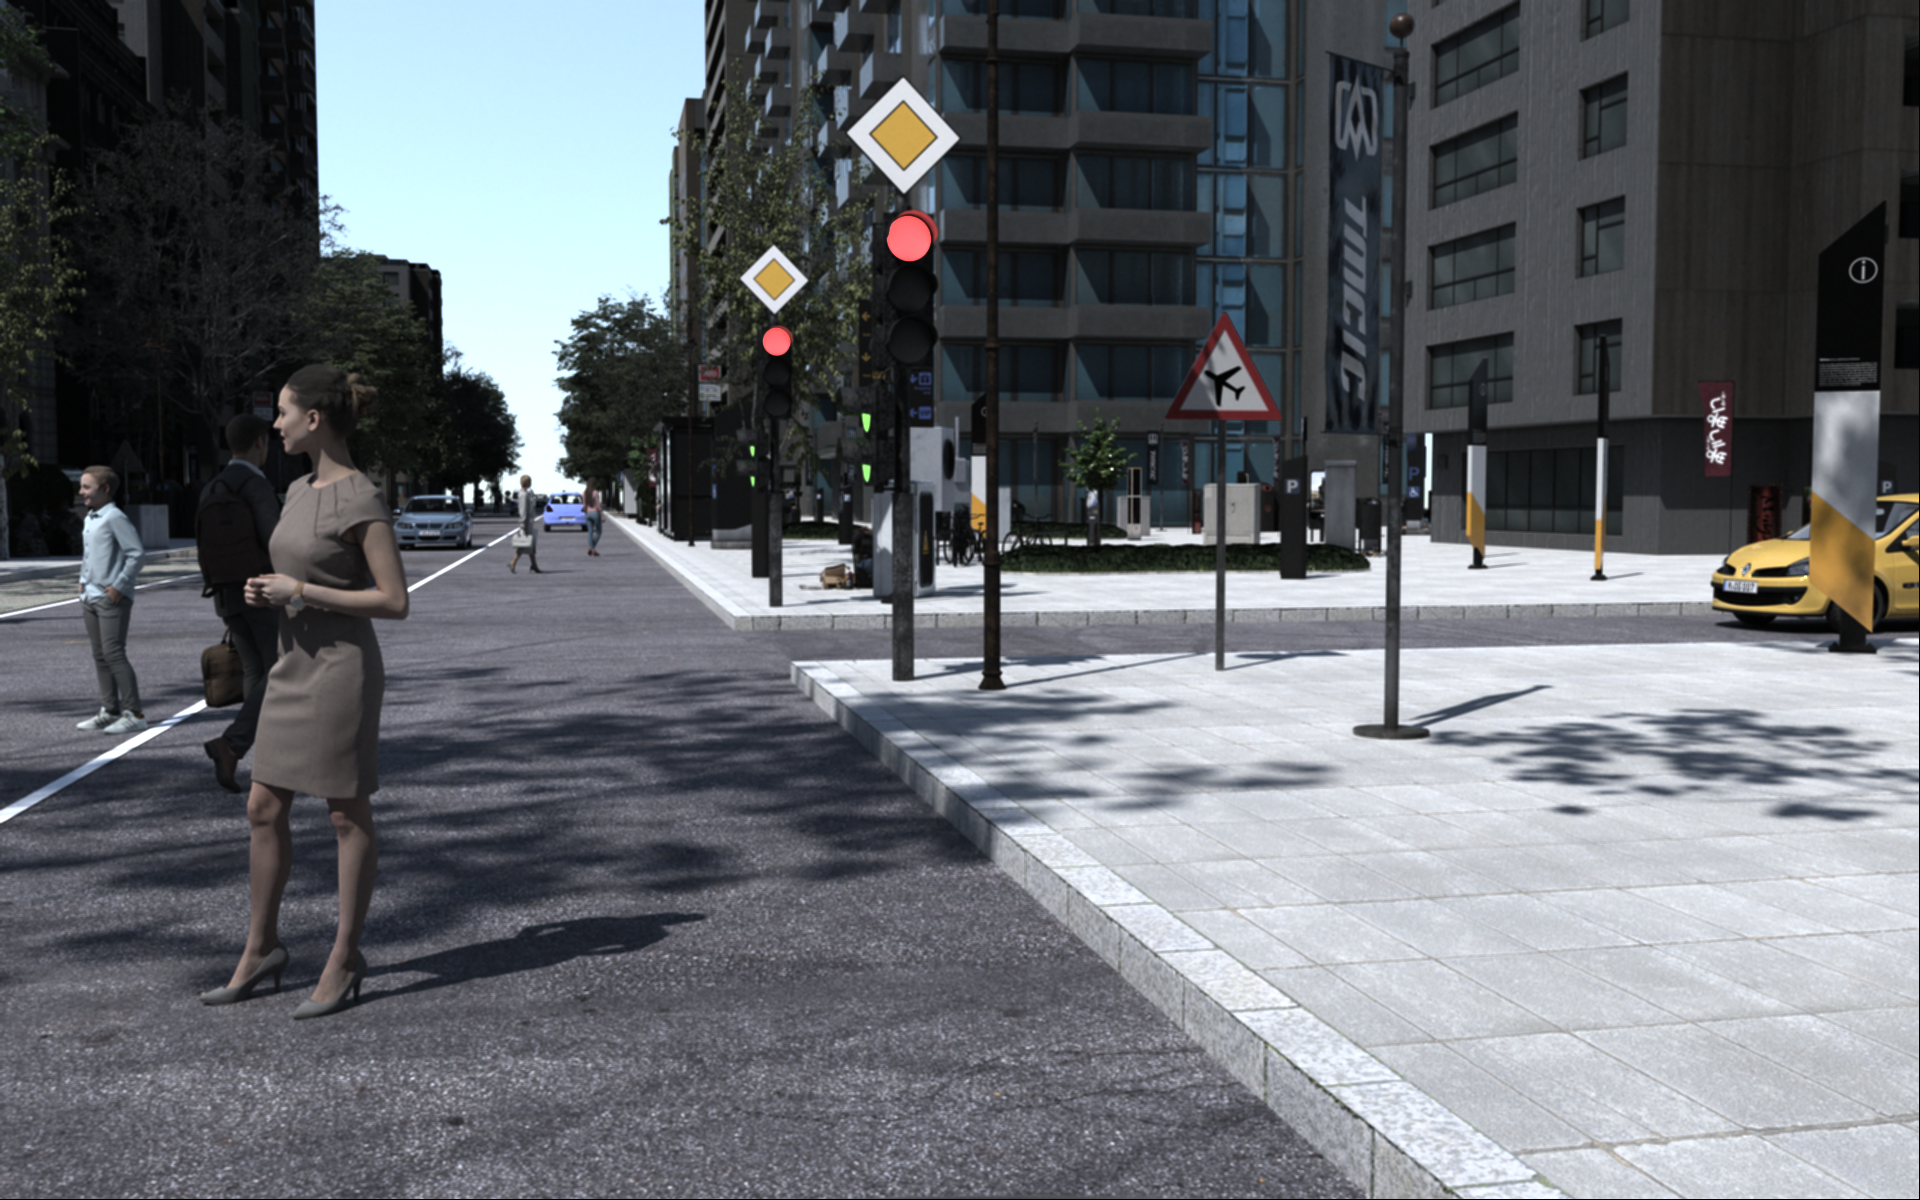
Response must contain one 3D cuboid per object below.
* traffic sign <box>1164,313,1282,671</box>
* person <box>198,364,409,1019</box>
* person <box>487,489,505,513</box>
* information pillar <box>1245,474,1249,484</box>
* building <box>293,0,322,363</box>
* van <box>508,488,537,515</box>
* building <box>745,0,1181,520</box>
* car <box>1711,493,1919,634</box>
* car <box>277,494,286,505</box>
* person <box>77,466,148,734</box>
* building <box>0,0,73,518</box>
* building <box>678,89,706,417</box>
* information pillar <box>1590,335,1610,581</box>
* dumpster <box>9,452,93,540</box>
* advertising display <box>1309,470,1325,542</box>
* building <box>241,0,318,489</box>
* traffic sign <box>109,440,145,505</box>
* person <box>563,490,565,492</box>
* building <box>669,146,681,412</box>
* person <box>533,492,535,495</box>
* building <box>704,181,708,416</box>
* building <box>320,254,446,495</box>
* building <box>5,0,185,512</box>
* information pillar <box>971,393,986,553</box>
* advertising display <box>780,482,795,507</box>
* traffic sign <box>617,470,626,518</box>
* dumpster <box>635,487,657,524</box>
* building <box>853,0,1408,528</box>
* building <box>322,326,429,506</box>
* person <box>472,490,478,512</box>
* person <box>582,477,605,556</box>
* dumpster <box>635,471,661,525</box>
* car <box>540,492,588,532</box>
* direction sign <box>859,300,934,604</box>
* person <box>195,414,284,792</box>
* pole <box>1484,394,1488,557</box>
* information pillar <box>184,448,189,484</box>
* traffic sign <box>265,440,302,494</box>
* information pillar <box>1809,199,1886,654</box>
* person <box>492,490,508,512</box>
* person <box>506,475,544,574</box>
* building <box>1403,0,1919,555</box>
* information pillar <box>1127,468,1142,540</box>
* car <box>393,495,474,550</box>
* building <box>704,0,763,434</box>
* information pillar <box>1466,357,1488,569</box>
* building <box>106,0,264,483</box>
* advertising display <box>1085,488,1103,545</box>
[{"bbox_3d":[1.889,-0.765,12.517,0.884,2.594,0.081,-1,4,-11],"label":"traffic sign"},{"bbox_3d":[-1.807,0.249,4.768,0.599,1.781,0.374,3,4,37],"label":"person"},{"bbox_3d":[-34.415,-7.340,128.495,1.348,1.826,0.705,-2,4,-31],"label":"person"},{"bbox_3d":[10.376,-3.590,63.194,0.304,2.012,0.304,1,4,16],"label":"information pillar"},{"bbox_3d":[-60.246,-42.771,137.551,20.563,71.187,20.611,-1,4,-12],"label":"building"},{"bbox_3d":[-30.787,-7.031,121.970,2.013,2.044,4.112,-1,4,-12],"label":"van"},{"bbox_3d":[-2.122,-30.210,113.539,23.786,49.044,30.456,-1,4,-12],"label":"building"},{"bbox_3d":[10.129,-0.517,18.685,3.980,1.641,2.015,-1,4,-14],"label":"car"},{"bbox_3d":[-10.533,-0.947,27.279,2.131,1.459,4.920,-1,4,-12],"label":"car"},{"bbox_3d":[-5.193,-0.013,10.528,0.330,1.601,0.589,-3,5,-44],"label":"person"},{"bbox_3d":[-36.971,-12.838,51.696,13.314,21.916,24.055,-1,4,-12],"label":"building"},{"bbox_3d":[-23.917,-33.240,193.584,14.600,45.320,14.200,-1,4,-12],"label":"building"},{"bbox_3d":[9.573,-2.107,25.811,0.183,3.616,0.504,2,4,29],"label":"information pillar"},{"bbox_3d":[-21.112,-2.308,40.230,1.502,2.255,1.985,-1,4,-12],"label":"dumpster"},{"bbox_3d":[9.797,-2.505,46.176,0.974,1.923,0.123,2,4,32],"label":"advertising display"},{"bbox_3d":[-55.162,-28.108,114.190,22.147,44.769,28.867,-1,4,-12],"label":"building"},{"bbox_3d":[-20.010,-2.542,41.562,0.884,2.594,0.081,0,4,-7],"label":"traffic sign"},{"bbox_3d":[-33.886,-8.482,147.710,0.750,1.759,0.617,-3,5,-44],"label":"person"},{"bbox_3d":[-27.296,-32.041,207.469,14.154,41.232,14.086,-1,4,-12],"label":"building"},{"bbox_3d":[-54.246,-12.900,220.136,1.217,1.743,0.721,-1,4,-15],"label":"person"},{"bbox_3d":[-16.002,-23.504,155.989,14.160,30.474,14.107,-1,4,-12],"label":"building"},{"bbox_3d":[-71.260,-26.982,212.851,14.160,30.474,14.107,-1,4,-12],"label":"building"},{"bbox_3d":[-40.527,-14.775,71.252,12.332,23.373,15.834,-1,4,-12],"label":"building"},{"bbox_3d":[0.500,-2.833,37.668,0.504,3.616,0.183,0,4,5],"label":"information pillar"},{"bbox_3d":[-9.242,-5.347,92.634,0.974,1.923,0.123,-3,5,-40],"label":"advertising display"},{"bbox_3d":[-17.688,-5.581,91.358,0.768,2.556,0.104,0,4,-3],"label":"traffic sign"},{"bbox_3d":[-13.515,-4.268,75.536,1.264,1.857,1.865,-1,4,-12],"label":"dumpster"},{"bbox_3d":[5.687,-28.026,77.841,23.786,49.044,30.456,-1,4,-12],"label":"building"},{"bbox_3d":[-74.048,-21.102,190.052,27.650,21.520,28.899,-1,4,-12],"label":"building"},{"bbox_3d":[-39.192,-7.996,139.924,0.721,1.739,1.217,-2,4,-31],"label":"person"},{"bbox_3d":[-8.462,-1.930,40.064,0.555,1.821,0.388,1,4,16],"label":"person"},{"bbox_3d":[-12.682,-4.239,71.800,1.502,2.255,1.985,-1,4,-12],"label":"dumpster"},{"bbox_3d":[-15.193,-3.499,66.803,1.945,1.707,3.694,-1,4,-14],"label":"car"},{"bbox_3d":[-0.743,-1.731,20.300,0.876,3.537,0.379,0,4,-5],"label":"direction sign"},{"bbox_3d":[-3.548,-0.009,8.610,0.622,1.834,0.822,1,4,22],"label":"person"},{"bbox_3d":[10.603,-2.530,35.202,0.158,3.312,0.155,0,3,0],"label":"pole"},{"bbox_3d":[-36.773,-5.570,82.418,0.504,3.616,0.183,3,5,42],"label":"information pillar"},{"bbox_3d":[-25.925,-4.361,65.169,2.265,3.308,0.079,0,4,-6],"label":"traffic sign"},{"bbox_3d":[7.162,-1.383,13.970,0.504,3.616,0.183,2,4,24],"label":"information pillar"},{"bbox_3d":[-36.911,-7.935,138.926,1.217,1.739,0.721,-1,4,-9],"label":"person"},{"bbox_3d":[-7.879,-1.373,31.308,0.624,1.780,0.694,0,4,-5],"label":"person"},{"bbox_3d":[19.789,-16.394,39.737,14.107,30.474,14.160,-1,4,-12],"label":"building"},{"bbox_3d":[4.842,-2.665,48.059,0.304,2.012,0.304,-1,4,-17],"label":"information pillar"},{"bbox_3d":[-13.848,-2.060,45.688,2.014,1.417,4.499,-1,4,-13],"label":"car"},{"bbox_3d":[-8.825,-31.497,138.684,21.300,48.544,21.600,-1,4,-12],"label":"building"},{"bbox_3d":[8.846,-2.340,29.617,0.504,3.616,0.183,-3,5,-43],"label":"information pillar"},{"bbox_3d":[-46.846,-19.742,94.486,14.160,30.474,14.107,-1,4,-12],"label":"building"},{"bbox_3d":[3.231,-2.235,41.761,0.123,1.923,0.974,-1,4,-14],"label":"advertising display"}]
